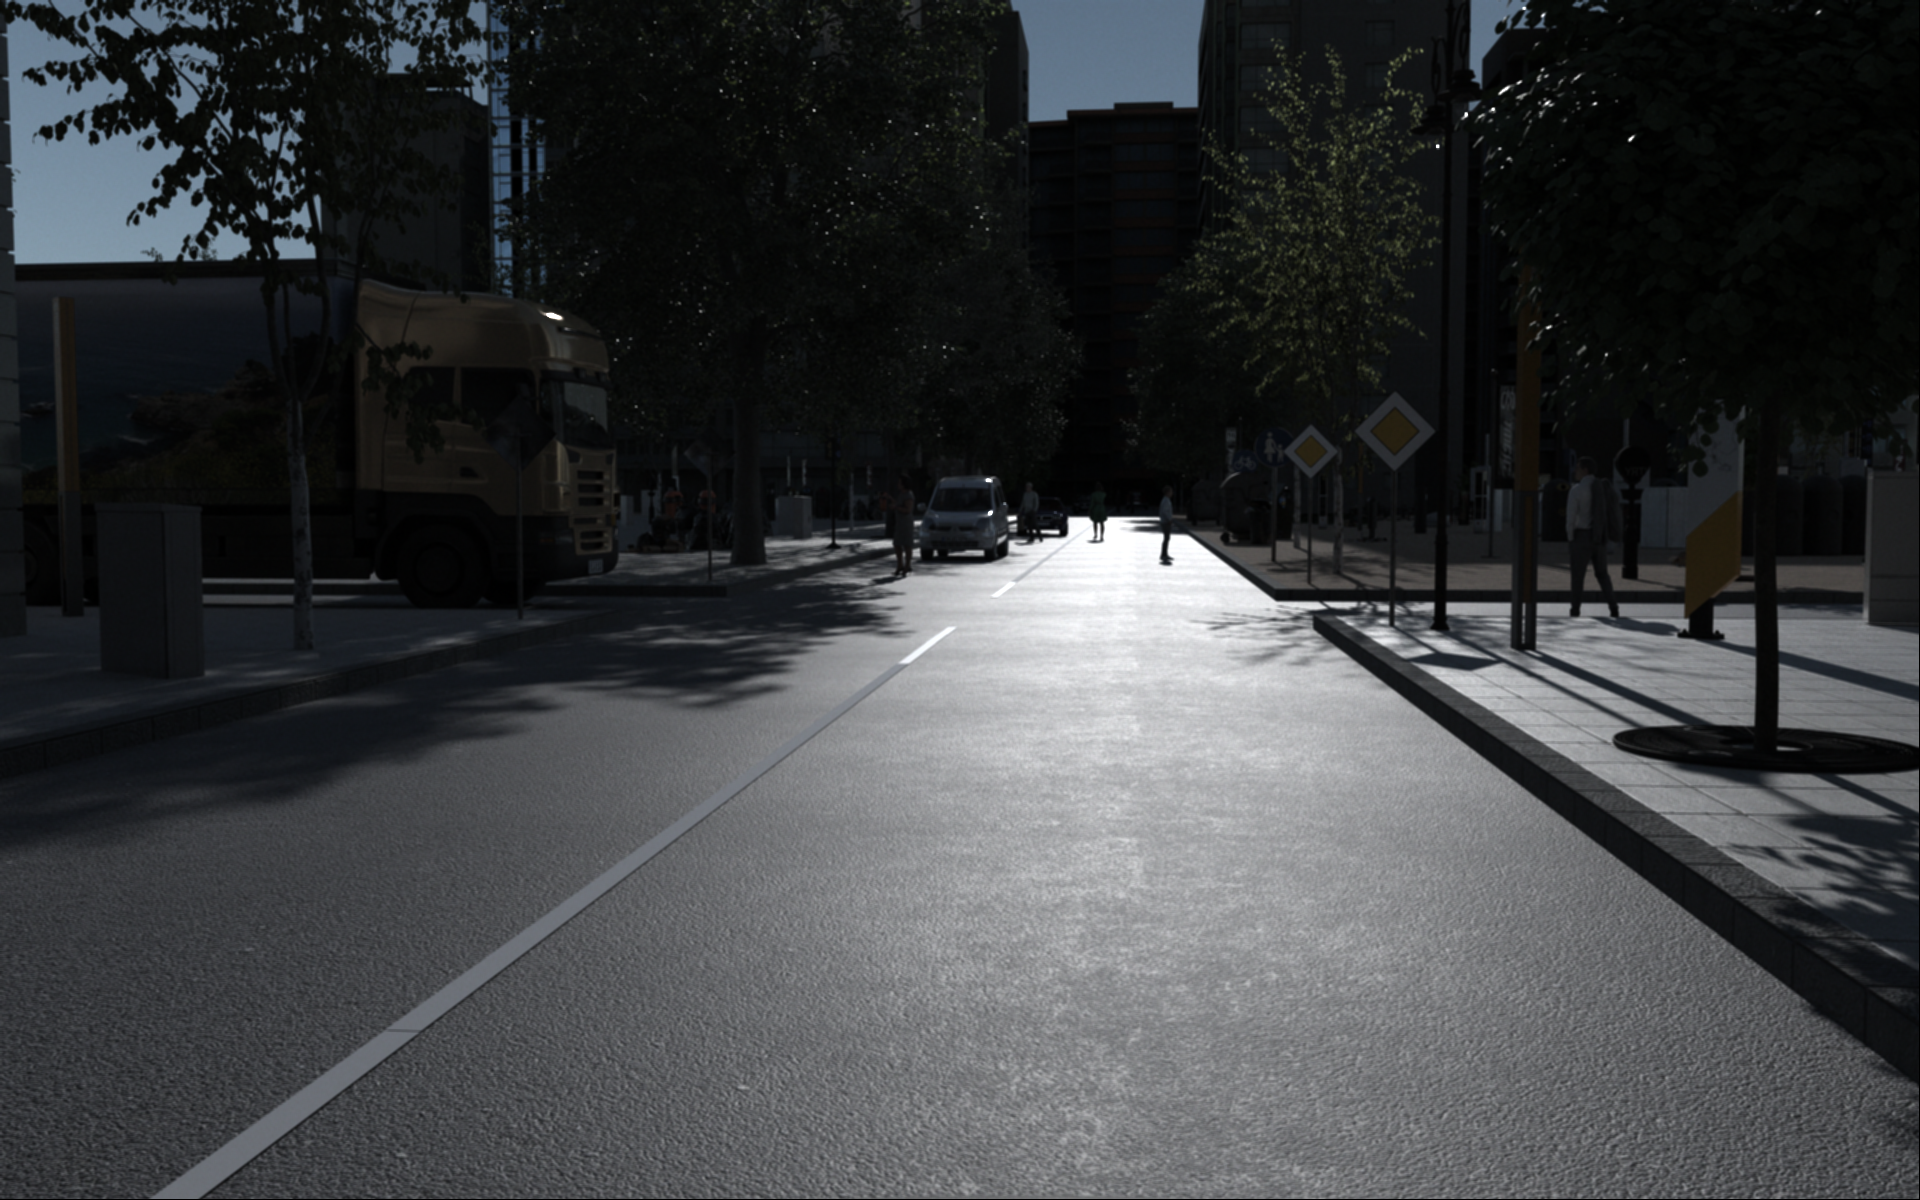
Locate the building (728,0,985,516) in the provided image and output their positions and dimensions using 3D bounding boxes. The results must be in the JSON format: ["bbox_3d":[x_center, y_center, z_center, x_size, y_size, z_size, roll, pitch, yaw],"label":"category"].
[{"bbox_3d":[-6.005,-25.957,107.997,14.154,41.232,14.086,0,4,6],"label":"building"}]

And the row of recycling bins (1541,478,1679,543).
[{"bbox_3d":[17.363,-2.395,46.270,3.534,1.692,1.069,2,4,29],"label":"row of recycling bins"}]

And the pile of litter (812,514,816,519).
[{"bbox_3d":[-8.163,-4.685,90.563,1.719,0.858,1.176,-1,4,-22],"label":"pile of litter"}]

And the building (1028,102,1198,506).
[{"bbox_3d":[19.991,-33.154,196.690,28.867,44.769,22.147,0,4,6],"label":"building"}]

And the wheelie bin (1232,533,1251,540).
[{"bbox_3d":[8.317,-2.630,50.912,0.980,1.594,0.693,-1,4,-11],"label":"wheelie bin"}]

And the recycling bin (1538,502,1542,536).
[{"bbox_3d":[17.930,-2.525,53.830,0.722,1.027,0.722,3,5,43],"label":"recycling bin"}]

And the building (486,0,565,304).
[{"bbox_3d":[-30.982,-52.062,163.886,31.000,86.520,22.319,0,4,6],"label":"building"}]

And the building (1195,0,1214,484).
[{"bbox_3d":[32.816,-32.724,158.745,21.300,48.544,21.600,0,4,6],"label":"building"}]

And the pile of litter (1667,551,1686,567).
[{"bbox_3d":[13.206,-1.037,30.917,1.719,0.858,1.176,-3,5,-42],"label":"pile of litter"}]

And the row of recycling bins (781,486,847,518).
[{"bbox_3d":[-7.828,-5.241,92.800,3.534,1.692,1.069,-1,4,-10],"label":"row of recycling bins"}]

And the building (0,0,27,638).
[{"bbox_3d":[-23.685,-14.281,10.989,29.804,29.767,11.434,0,4,6],"label":"building"}]

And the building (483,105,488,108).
[{"bbox_3d":[-54.525,-33.610,199.642,14.200,45.320,14.600,0,4,6],"label":"building"}]

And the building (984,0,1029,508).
[{"bbox_3d":[-4.692,-33.024,163.636,21.600,48.544,21.300,0,4,6],"label":"building"}]

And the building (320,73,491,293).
[{"bbox_3d":[-53.413,-29.846,171.571,14.086,41.232,14.154,0,4,6],"label":"building"}]

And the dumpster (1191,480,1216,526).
[{"bbox_3d":[10.008,-3.936,70.105,1.264,1.857,1.865,0,4,6],"label":"dumpster"}]

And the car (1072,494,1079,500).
[{"bbox_3d":[10.261,-8.094,142.561,2.015,1.641,3.980,0,4,5],"label":"car"}]

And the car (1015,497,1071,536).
[{"bbox_3d":[2.903,-2.932,60.512,1.945,1.354,3.894,0,4,4],"label":"car"}]

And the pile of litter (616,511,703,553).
[{"bbox_3d":[-6.517,-1.456,37.772,1.719,0.858,1.176,1,4,15],"label":"pile of litter"}]

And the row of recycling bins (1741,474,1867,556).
[{"bbox_3d":[17.572,-1.781,36.235,3.534,1.692,1.069,-1,4,-14],"label":"row of recycling bins"}]

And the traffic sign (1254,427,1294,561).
[{"bbox_3d":[5.998,-2.015,33.044,0.768,2.556,0.104,1,4,13],"label":"traffic sign"}]

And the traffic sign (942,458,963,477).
[{"bbox_3d":[-0.268,-3.729,61.069,0.768,2.556,0.104,1,4,12],"label":"traffic sign"}]

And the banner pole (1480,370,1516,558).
[{"bbox_3d":[10.953,-2.754,35.047,0.863,3.779,0.401,-2,4,-25],"label":"banner pole"}]

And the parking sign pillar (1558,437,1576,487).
[{"bbox_3d":[26.205,-5.277,74.758,1.447,3.967,1.447,2,4,34],"label":"parking sign pillar"}]

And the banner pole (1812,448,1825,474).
[{"bbox_3d":[46.061,-6.306,93.127,0.401,3.779,0.863,-3,5,-42],"label":"banner pole"}]

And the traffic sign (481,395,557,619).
[{"bbox_3d":[-4.499,-0.859,17.683,0.795,2.450,0.064,0,4,6],"label":"traffic sign"}]

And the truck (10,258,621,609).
[{"bbox_3d":[-9.442,-2.029,22.092,11.283,4.237,2.839,0,4,7],"label":"truck"}]

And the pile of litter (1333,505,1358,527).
[{"bbox_3d":[15.192,-3.295,67.846,1.176,0.858,1.719,2,4,23],"label":"pile of litter"}]

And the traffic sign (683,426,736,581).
[{"bbox_3d":[-3.701,-1.345,25.628,0.795,2.450,0.064,0,4,6],"label":"traffic sign"}]

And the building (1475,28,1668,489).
[{"bbox_3d":[56.932,-31.266,161.313,14.200,45.320,14.600,0,4,6],"label":"building"}]

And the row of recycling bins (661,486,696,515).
[{"bbox_3d":[-13.846,-4.769,85.082,1.069,1.692,3.534,1,4,13],"label":"row of recycling bins"}]

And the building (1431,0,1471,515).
[{"bbox_3d":[24.911,-26.279,113.257,14.154,41.232,14.086,0,4,6],"label":"building"}]

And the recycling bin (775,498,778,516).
[{"bbox_3d":[-10.146,-5.328,99.672,0.722,1.027,0.722,-3,5,-40],"label":"recycling bin"}]

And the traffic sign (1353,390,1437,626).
[{"bbox_3d":[4.199,-0.804,16.792,0.795,2.450,0.064,0,4,6],"label":"traffic sign"}]

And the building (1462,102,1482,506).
[{"bbox_3d":[62.983,-32.884,192.283,28.867,44.769,22.147,0,4,6],"label":"building"}]

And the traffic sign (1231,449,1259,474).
[{"bbox_3d":[8.109,-3.012,49.357,0.768,2.556,0.104,0,4,8],"label":"traffic sign"}]

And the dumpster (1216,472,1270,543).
[{"bbox_3d":[7.574,-2.466,46.082,1.264,1.857,1.865,0,4,6],"label":"dumpster"}]

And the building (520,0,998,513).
[{"bbox_3d":[-13.294,-26.665,127.856,32.217,40.220,23.993,0,4,6],"label":"building"}]

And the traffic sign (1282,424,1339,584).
[{"bbox_3d":[4.997,-1.290,24.737,0.795,2.450,0.064,0,4,6],"label":"traffic sign"}]

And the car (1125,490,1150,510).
[{"bbox_3d":[16.322,-9.229,159.561,2.281,1.827,5.304,0,4,6],"label":"car"}]

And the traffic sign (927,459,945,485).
[{"bbox_3d":[-0.817,-3.853,63.099,0.768,2.556,0.104,1,4,11],"label":"traffic sign"}]

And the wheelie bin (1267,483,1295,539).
[{"bbox_3d":[9.187,-2.556,49.698,0.693,1.594,0.980,-1,4,-18],"label":"wheelie bin"}]

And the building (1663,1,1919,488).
[{"bbox_3d":[78.630,-32.673,153.812,30.456,49.044,23.786,0,4,6],"label":"building"}]

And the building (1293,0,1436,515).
[{"bbox_3d":[26.133,-27.136,127.265,14.154,41.232,14.086,0,4,6],"label":"building"}]

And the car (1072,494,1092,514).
[{"bbox_3d":[9.028,-6.981,123.923,2.009,1.686,4.222,0,4,7],"label":"car"}]

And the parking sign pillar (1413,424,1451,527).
[{"bbox_3d":[18.337,-4.814,67.177,1.447,3.967,1.447,3,4,39],"label":"parking sign pillar"}]

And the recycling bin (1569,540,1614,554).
[{"bbox_3d":[13.576,-1.509,37.227,0.722,1.027,0.722,0,4,-5],"label":"recycling bin"}]
